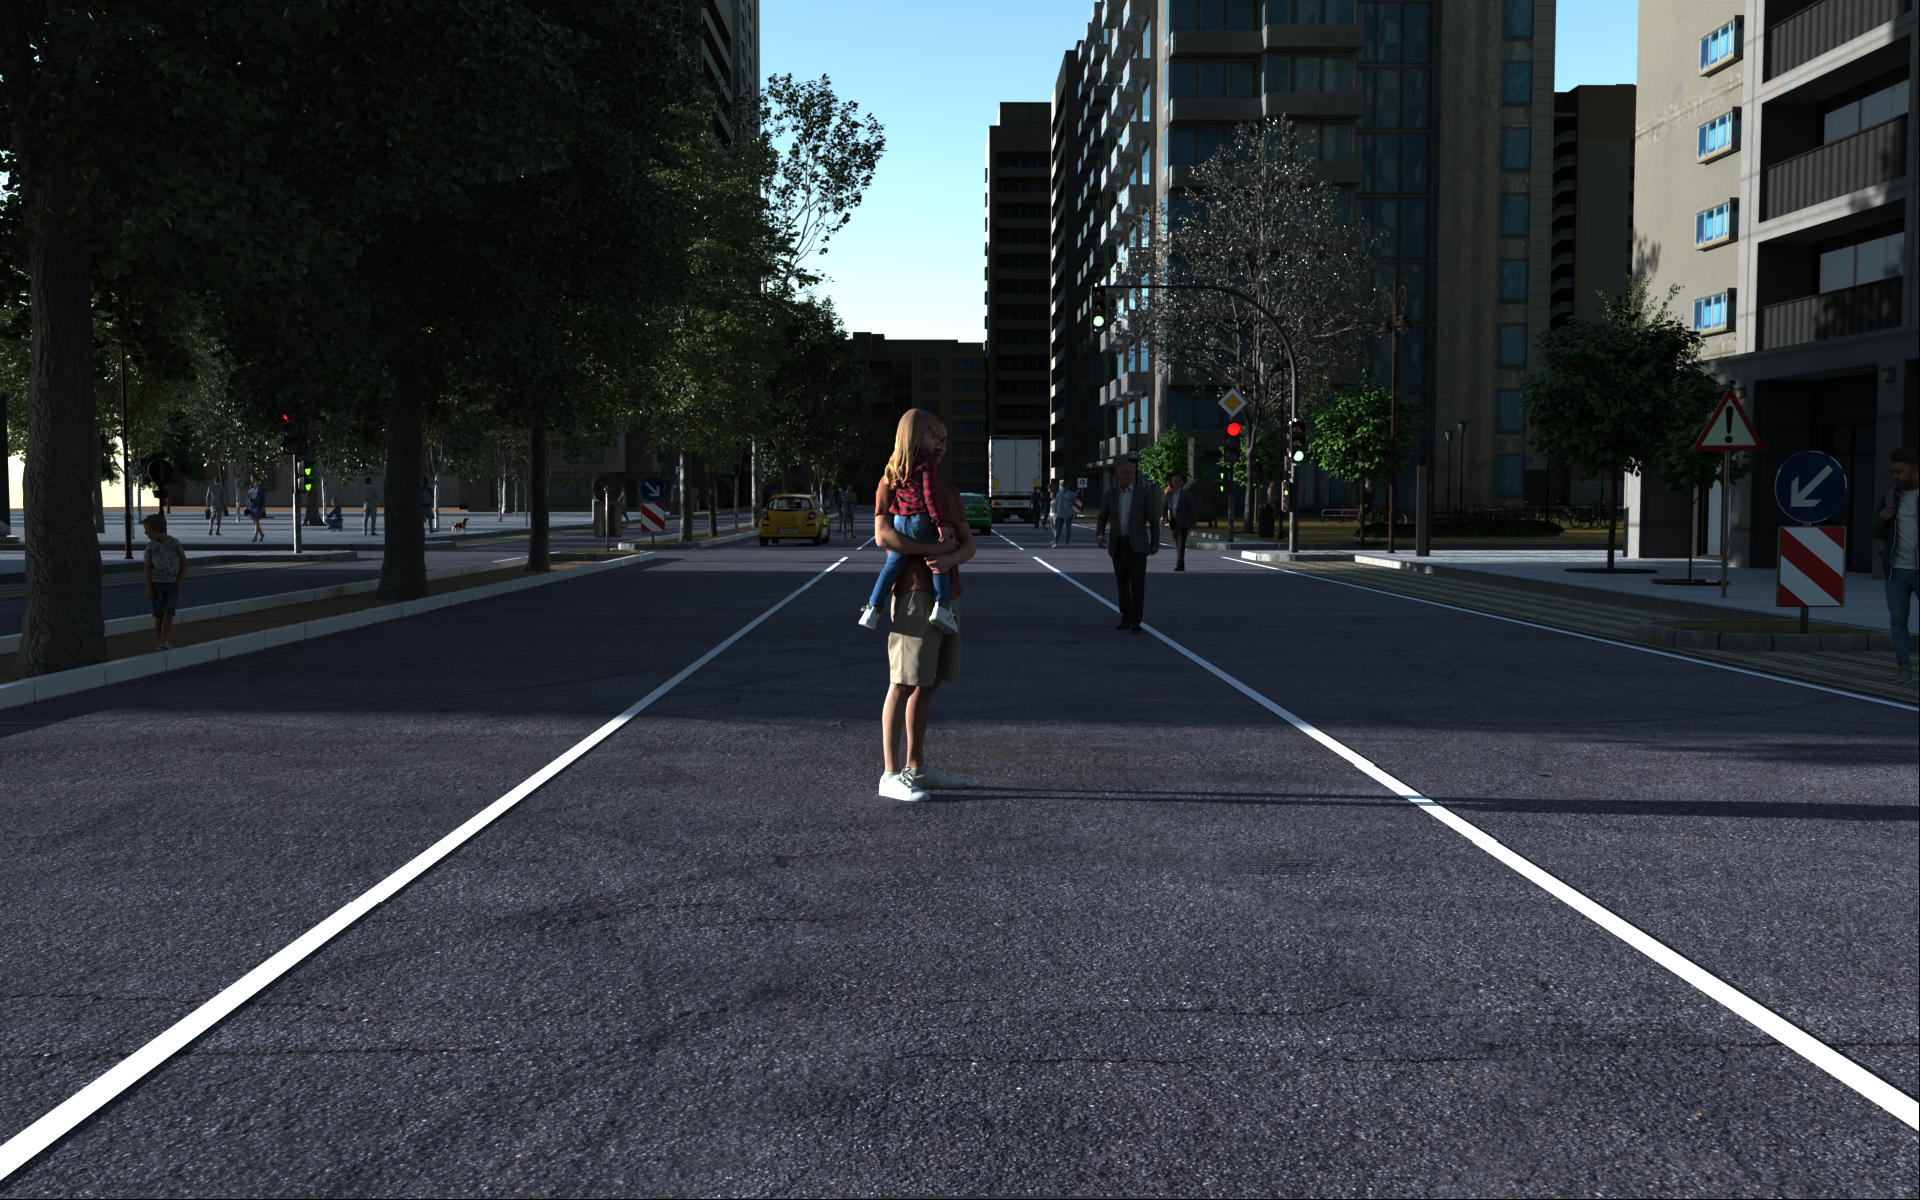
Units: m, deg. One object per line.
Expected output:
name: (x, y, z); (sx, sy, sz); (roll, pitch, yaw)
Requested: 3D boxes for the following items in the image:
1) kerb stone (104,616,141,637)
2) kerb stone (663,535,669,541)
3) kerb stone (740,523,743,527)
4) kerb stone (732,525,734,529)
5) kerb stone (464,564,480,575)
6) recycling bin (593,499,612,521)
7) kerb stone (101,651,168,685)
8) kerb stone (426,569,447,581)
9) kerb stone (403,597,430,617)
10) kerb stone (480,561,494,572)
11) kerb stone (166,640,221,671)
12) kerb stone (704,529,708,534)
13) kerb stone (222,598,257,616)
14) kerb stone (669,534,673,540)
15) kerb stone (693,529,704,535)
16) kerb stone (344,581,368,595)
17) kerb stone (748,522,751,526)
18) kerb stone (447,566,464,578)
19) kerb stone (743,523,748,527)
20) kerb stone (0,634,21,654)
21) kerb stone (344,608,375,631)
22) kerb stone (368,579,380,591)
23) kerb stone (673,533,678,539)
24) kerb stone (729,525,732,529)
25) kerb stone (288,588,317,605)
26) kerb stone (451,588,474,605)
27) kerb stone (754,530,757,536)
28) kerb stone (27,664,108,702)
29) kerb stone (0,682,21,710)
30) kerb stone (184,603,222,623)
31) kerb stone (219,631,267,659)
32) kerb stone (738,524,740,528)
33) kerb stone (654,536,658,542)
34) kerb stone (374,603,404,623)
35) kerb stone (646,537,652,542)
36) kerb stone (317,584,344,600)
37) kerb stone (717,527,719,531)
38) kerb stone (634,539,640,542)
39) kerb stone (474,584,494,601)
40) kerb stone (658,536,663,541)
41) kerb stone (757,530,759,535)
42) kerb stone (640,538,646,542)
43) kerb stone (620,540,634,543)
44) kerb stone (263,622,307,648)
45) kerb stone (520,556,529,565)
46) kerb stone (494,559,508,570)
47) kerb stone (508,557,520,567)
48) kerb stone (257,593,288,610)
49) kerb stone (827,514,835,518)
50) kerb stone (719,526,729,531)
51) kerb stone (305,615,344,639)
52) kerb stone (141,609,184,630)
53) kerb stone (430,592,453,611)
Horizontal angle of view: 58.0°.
kerb stone: (-8.603, 0.285, 17.530); (0.120, 0.150, 1.000); (0, 4, -1)
kerb stone: (-9.118, -1.879, 52.925); (0.120, 0.150, 1.000); (0, 4, -1)
kerb stone: (-9.436, -3.135, 73.445); (0.120, 0.150, 1.000); (0, 4, -1)
kerb stone: (-9.368, -2.944, 70.366); (0.120, 0.150, 1.000); (0, 4, -1)
kerb stone: (-8.804, -0.531, 30.881); (0.120, 0.150, 1.000); (0, 4, -1)
recycling bin: (-17.125, -4.303, 82.902); (0.722, 1.027, 0.722); (1, 4, 9)
kerb stone: (-6.446, 0.536, 13.439); (0.120, 0.150, 1.000); (0, 4, -1)
kerb stone: (-8.776, -0.406, 28.832); (0.120, 0.150, 1.000); (0, 4, -1)
kerb stone: (-6.545, 0.099, 20.618); (0.120, 0.150, 1.000); (0, 4, -1)
kerb stone: (-8.819, -0.592, 31.910); (0.120, 0.150, 1.000); (0, 4, -1)
kerb stone: (-6.463, 0.475, 14.464); (0.120, 0.150, 1.000); (0, 4, -1)
kerb stone: (-9.261, -2.445, 62.164); (0.120, 0.150, 1.000); (0, 4, -1)
kerb stone: (-8.650, 0.098, 20.601); (0.120, 0.150, 1.000); (0, 4, -1)
kerb stone: (-9.143, -1.941, 53.947); (0.120, 0.150, 1.000); (0, 4, -1)
kerb stone: (-9.239, -2.379, 61.142); (0.120, 0.150, 1.000); (0, 4, -1)
kerb stone: (-8.707, -0.154, 24.714); (0.120, 0.150, 1.000); (0, 4, -1)
kerb stone: (-9.469, -3.323, 76.525); (0.120, 0.150, 1.000); (0, 4, -1)
kerb stone: (-8.793, -0.468, 29.858); (0.120, 0.150, 1.000); (0, 4, -1)
kerb stone: (-9.447, -3.260, 75.499); (0.120, 0.150, 1.000); (0, 4, -1)
kerb stone: (-8.574, 0.411, 15.483); (0.120, 0.150, 1.000); (0, 4, -1)
kerb stone: (-6.520, 0.226, 18.569); (0.120, 0.150, 1.000); (0, 4, -1)
kerb stone: (-8.725, -0.217, 25.745); (0.120, 0.150, 1.000); (0, 4, -1)
kerb stone: (-9.150, -2.002, 54.969); (0.120, 0.150, 1.000); (0, 4, -1)
kerb stone: (-9.367, -2.878, 69.344); (0.120, 0.150, 1.000); (0, 4, -1)
kerb stone: (-8.683, -0.027, 22.645); (0.120, 0.150, 1.000); (0, 4, -1)
kerb stone: (-6.584, -0.029, 22.671); (0.120, 0.150, 1.000); (0, 4, -1)
kerb stone: (-7.114, -2.251, 59.107); (0.120, 0.150, 1.000); (0, 4, -1)
kerb stone: (-6.431, 0.598, 12.418); (0.120, 0.150, 1.000); (0, 4, -1)
kerb stone: (-6.415, 0.666, 11.396); (0.120, 0.150, 1.000); (0, 4, -1)
kerb stone: (-8.636, 0.161, 19.579); (0.120, 0.150, 1.000); (0, 4, -1)
kerb stone: (-6.472, 0.410, 15.486); (0.120, 0.150, 1.000); (0, 4, -1)
kerb stone: (-9.409, -3.072, 72.419); (0.120, 0.150, 1.000); (0, 4, -1)
kerb stone: (-9.094, -1.750, 50.881); (0.120, 0.150, 1.000); (0, 4, -1)
kerb stone: (-6.537, 0.159, 19.596); (0.120, 0.150, 1.000); (0, 4, -1)
kerb stone: (-9.079, -1.689, 49.846); (0.120, 0.150, 1.000); (0, 4, -1)
kerb stone: (-8.697, -0.089, 23.685); (0.120, 0.150, 1.000); (0, 4, -1)
kerb stone: (-9.306, -2.633, 65.250); (0.120, 0.150, 1.000); (0, 4, -1)
kerb stone: (-9.045, -1.564, 47.796); (0.120, 0.150, 1.000); (0, 4, -1)
kerb stone: (-6.598, -0.092, 23.694); (0.120, 0.150, 1.000); (0, 4, -1)
kerb stone: (-9.109, -1.817, 51.903); (0.120, 0.150, 1.000); (0, 4, -1)
kerb stone: (-7.134, -2.320, 60.129); (0.120, 0.150, 1.000); (0, 4, -1)
kerb stone: (-9.062, -1.629, 48.823); (0.120, 0.150, 1.000); (0, 4, -1)
kerb stone: (-9.032, -1.503, 46.774); (0.120, 0.150, 1.000); (0, 4, -1)
kerb stone: (-6.493, 0.347, 16.517); (0.120, 0.150, 1.000); (0, 4, -1)
kerb stone: (-8.867, -0.781, 34.983); (0.120, 0.150, 1.000); (0, 4, -1)
kerb stone: (-8.831, -0.657, 32.939); (0.120, 0.150, 1.000); (0, 4, -1)
kerb stone: (-8.854, -0.719, 33.960); (0.120, 0.150, 1.000); (0, 4, -1)
kerb stone: (-8.670, 0.038, 21.623); (0.120, 0.150, 1.000); (0, 4, -1)
kerb stone: (-7.778, -5.015, 104.196); (0.120, 0.150, 1.000); (0, 4, -1)
kerb stone: (-9.347, -2.821, 68.320); (0.120, 0.150, 1.000); (0, 4, -1)
kerb stone: (-6.503, 0.284, 17.547); (0.120, 0.150, 1.000); (0, 4, -1)
kerb stone: (-8.626, 0.227, 18.557); (0.120, 0.150, 1.000); (0, 4, -1)
kerb stone: (-6.572, 0.035, 21.649); (0.120, 0.150, 1.000); (0, 4, -1)
